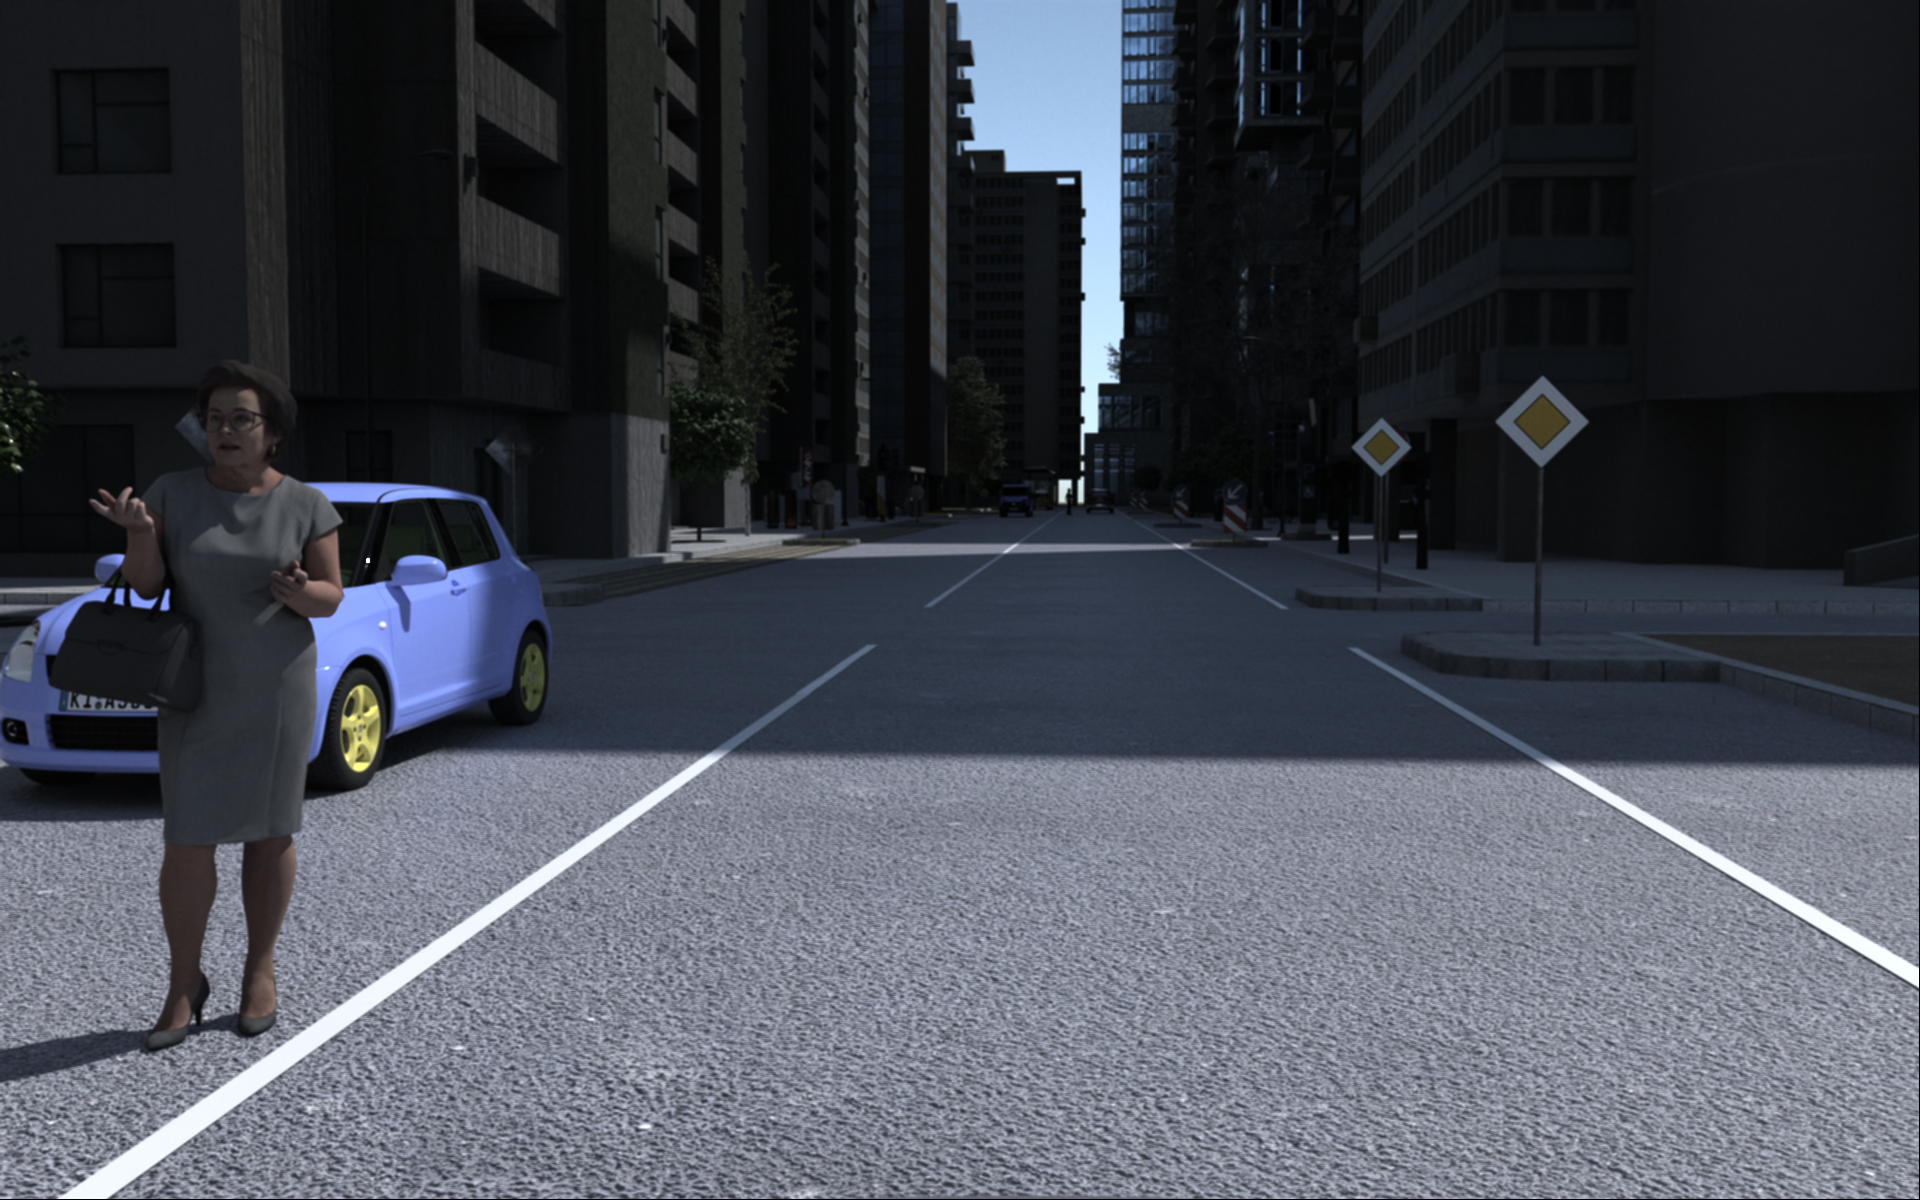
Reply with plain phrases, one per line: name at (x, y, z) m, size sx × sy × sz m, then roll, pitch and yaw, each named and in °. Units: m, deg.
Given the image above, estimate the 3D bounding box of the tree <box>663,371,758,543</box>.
tree at (-7.074, -3.828, 46.300) m, size 4.285 × 4.588 × 4.351 m, roll 0°, pitch 3°, yaw 0°

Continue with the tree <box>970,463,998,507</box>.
tree at (2.281, -11.763, 176.042) m, size 4.285 × 4.588 × 4.351 m, roll 0°, pitch 3°, yaw 0°

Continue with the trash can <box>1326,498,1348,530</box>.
trash can at (13.350, -3.040, 61.365) m, size 0.748 × 1.137 × 0.748 m, roll 0°, pitch 3°, yaw 0°

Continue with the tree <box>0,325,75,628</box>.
tree at (-9.698, -1.362, 16.872) m, size 1.663 × 3.219 × 1.824 m, roll 0°, pitch 3°, yaw 0°

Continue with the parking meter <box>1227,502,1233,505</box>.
parking meter at (10.220, -3.473, 65.200) m, size 0.372 × 1.533 × 0.369 m, roll 0°, pitch 3°, yaw 0°

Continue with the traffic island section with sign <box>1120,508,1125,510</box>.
traffic island section with sign at (15.138, -8.798, 152.467) m, size 1.989 × 1.847 × 2.006 m, roll 0°, pitch 4°, yaw 4°

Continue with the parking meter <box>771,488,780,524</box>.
parking meter at (-7.937, -4.033, 74.344) m, size 0.372 × 1.533 × 0.369 m, roll 0°, pitch 3°, yaw 0°

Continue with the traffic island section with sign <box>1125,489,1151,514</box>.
traffic island section with sign at (13.099, -7.127, 125.154) m, size 1.989 × 1.847 × 2.006 m, roll 0°, pitch 4°, yaw 4°

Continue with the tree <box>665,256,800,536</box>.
tree at (-6.704, -6.259, 52.704) m, size 4.737 × 8.622 × 4.395 m, roll 0°, pitch 3°, yaw 0°

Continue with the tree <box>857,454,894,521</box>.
tree at (-4.227, -5.419, 83.199) m, size 1.663 × 3.219 × 1.824 m, roll 0°, pitch 3°, yaw 0°

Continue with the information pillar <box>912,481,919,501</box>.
information pillar at (-2.412, -5.532, 94.939) m, size 0.304 × 2.012 × 0.304 m, roll -2°, pitch 4°, yaw -23°

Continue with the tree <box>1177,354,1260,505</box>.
tree at (13.093, -8.315, 86.316) m, size 4.360 × 8.622 × 3.978 m, roll 0°, pitch 3°, yaw 0°

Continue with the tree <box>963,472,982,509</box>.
tree at (0.931, -9.435, 148.860) m, size 1.663 × 3.219 × 1.824 m, roll 0°, pitch 3°, yaw 0°

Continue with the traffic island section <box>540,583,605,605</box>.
traffic island section at (-6.059, -0.075, 23.511) m, size 2.009 × 0.180 × 2.903 m, roll 0°, pitch 4°, yaw 4°

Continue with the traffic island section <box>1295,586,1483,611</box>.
traffic island section at (5.500, -0.023, 22.652) m, size 2.009 × 0.180 × 2.903 m, roll 0°, pitch 4°, yaw 4°

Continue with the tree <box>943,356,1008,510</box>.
tree at (0.289, -13.736, 142.711) m, size 7.486 × 12.596 × 7.792 m, roll 0°, pitch 3°, yaw 0°

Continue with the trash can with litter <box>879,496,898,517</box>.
trash can with litter at (-4.005, -5.154, 95.659) m, size 1.055 × 1.170 × 0.624 m, roll -2°, pitch 4°, yaw -26°

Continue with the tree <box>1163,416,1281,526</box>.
tree at (11.505, -5.343, 71.078) m, size 4.285 × 4.588 × 4.351 m, roll 0°, pitch 3°, yaw 0°

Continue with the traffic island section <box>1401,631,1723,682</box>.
traffic island section at (4.910, 0.464, 14.689) m, size 2.009 × 0.180 × 2.903 m, roll 0°, pitch 4°, yaw 4°

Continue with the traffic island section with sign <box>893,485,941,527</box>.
traffic island section with sign at (-1.848, -4.110, 75.821) m, size 1.989 × 1.847 × 2.006 m, roll 0°, pitch 4°, yaw 4°

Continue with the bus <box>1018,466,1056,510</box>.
bus at (7.009, -9.962, 154.424) m, size 2.896 × 3.916 × 12.252 m, roll 0°, pitch 4°, yaw 6°

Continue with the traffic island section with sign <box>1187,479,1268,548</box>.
traffic island section with sign at (7.344, -2.371, 47.390) m, size 1.989 × 1.847 × 2.006 m, roll 0°, pitch 4°, yaw 4°

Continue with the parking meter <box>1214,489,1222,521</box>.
parking meter at (12.098, -4.448, 81.129) m, size 0.372 × 1.533 × 0.369 m, roll 0°, pitch 3°, yaw 0°

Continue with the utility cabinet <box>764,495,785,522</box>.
utility cabinet at (-8.444, -4.158, 79.146) m, size 1.020 × 1.237 × 0.306 m, roll -1°, pitch 4°, yaw -14°

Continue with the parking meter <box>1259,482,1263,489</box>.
parking meter at (14.138, -4.642, 81.605) m, size 0.255 × 1.863 × 0.399 m, roll 0°, pitch 4°, yaw 2°

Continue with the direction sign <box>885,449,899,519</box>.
direction sign at (-3.494, -5.855, 87.731) m, size 0.876 × 3.537 × 0.379 m, roll 1°, pitch 4°, yaw 23°

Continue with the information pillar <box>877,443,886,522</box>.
information pillar at (-3.576, -5.343, 78.716) m, size 0.183 × 3.616 × 0.504 m, roll 2°, pitch 4°, yaw 34°

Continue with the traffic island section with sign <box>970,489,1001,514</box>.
traffic island section with sign at (1.798, -7.116, 124.969) m, size 1.989 × 1.847 × 2.006 m, roll 0°, pitch 4°, yaw 4°

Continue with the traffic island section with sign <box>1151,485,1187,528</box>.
traffic island section with sign at (9.365, -4.037, 74.637) m, size 1.989 × 1.847 × 2.006 m, roll 0°, pitch 4°, yaw 4°

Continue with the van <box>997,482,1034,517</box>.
van at (3.533, -6.352, 108.246) m, size 2.240 × 2.365 × 5.245 m, roll 0°, pitch 4°, yaw 6°

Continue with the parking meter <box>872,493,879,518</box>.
parking meter at (-4.613, -5.425, 94.415) m, size 0.255 × 1.863 × 0.399 m, roll 1°, pitch 4°, yaw 16°

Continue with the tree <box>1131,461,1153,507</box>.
tree at (18.588, -11.455, 171.006) m, size 4.285 × 4.588 × 4.351 m, roll 0°, pitch 3°, yaw 0°

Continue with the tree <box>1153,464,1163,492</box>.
tree at (12.955, -6.759, 94.230) m, size 4.285 × 4.588 × 4.351 m, roll 0°, pitch 3°, yaw 0°

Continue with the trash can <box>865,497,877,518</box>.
trash can at (-4.687, -4.873, 91.326) m, size 0.748 × 1.137 × 0.748 m, roll 0°, pitch 3°, yaw 0°

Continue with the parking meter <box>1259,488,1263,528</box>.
parking meter at (11.173, -3.457, 64.926) m, size 0.372 × 1.533 × 0.369 m, roll 0°, pitch 3°, yaw 0°

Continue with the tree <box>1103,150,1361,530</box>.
tree at (10.584, -9.247, 61.557) m, size 12.009 × 13.543 × 11.850 m, roll 0°, pitch 3°, yaw 0°

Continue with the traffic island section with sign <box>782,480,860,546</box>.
traffic island section with sign at (-3.854, -2.452, 48.717) m, size 1.989 × 1.847 × 2.006 m, roll 0°, pitch 4°, yaw 4°

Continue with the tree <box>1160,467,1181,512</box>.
tree at (15.050, -7.850, 122.949) m, size 1.663 × 3.219 × 1.824 m, roll 0°, pitch 3°, yaw 0°

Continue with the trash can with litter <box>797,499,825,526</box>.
trash can with litter at (-5.936, -3.535, 69.181) m, size 1.055 × 1.170 × 0.624 m, roll -3°, pitch 4°, yaw -38°
